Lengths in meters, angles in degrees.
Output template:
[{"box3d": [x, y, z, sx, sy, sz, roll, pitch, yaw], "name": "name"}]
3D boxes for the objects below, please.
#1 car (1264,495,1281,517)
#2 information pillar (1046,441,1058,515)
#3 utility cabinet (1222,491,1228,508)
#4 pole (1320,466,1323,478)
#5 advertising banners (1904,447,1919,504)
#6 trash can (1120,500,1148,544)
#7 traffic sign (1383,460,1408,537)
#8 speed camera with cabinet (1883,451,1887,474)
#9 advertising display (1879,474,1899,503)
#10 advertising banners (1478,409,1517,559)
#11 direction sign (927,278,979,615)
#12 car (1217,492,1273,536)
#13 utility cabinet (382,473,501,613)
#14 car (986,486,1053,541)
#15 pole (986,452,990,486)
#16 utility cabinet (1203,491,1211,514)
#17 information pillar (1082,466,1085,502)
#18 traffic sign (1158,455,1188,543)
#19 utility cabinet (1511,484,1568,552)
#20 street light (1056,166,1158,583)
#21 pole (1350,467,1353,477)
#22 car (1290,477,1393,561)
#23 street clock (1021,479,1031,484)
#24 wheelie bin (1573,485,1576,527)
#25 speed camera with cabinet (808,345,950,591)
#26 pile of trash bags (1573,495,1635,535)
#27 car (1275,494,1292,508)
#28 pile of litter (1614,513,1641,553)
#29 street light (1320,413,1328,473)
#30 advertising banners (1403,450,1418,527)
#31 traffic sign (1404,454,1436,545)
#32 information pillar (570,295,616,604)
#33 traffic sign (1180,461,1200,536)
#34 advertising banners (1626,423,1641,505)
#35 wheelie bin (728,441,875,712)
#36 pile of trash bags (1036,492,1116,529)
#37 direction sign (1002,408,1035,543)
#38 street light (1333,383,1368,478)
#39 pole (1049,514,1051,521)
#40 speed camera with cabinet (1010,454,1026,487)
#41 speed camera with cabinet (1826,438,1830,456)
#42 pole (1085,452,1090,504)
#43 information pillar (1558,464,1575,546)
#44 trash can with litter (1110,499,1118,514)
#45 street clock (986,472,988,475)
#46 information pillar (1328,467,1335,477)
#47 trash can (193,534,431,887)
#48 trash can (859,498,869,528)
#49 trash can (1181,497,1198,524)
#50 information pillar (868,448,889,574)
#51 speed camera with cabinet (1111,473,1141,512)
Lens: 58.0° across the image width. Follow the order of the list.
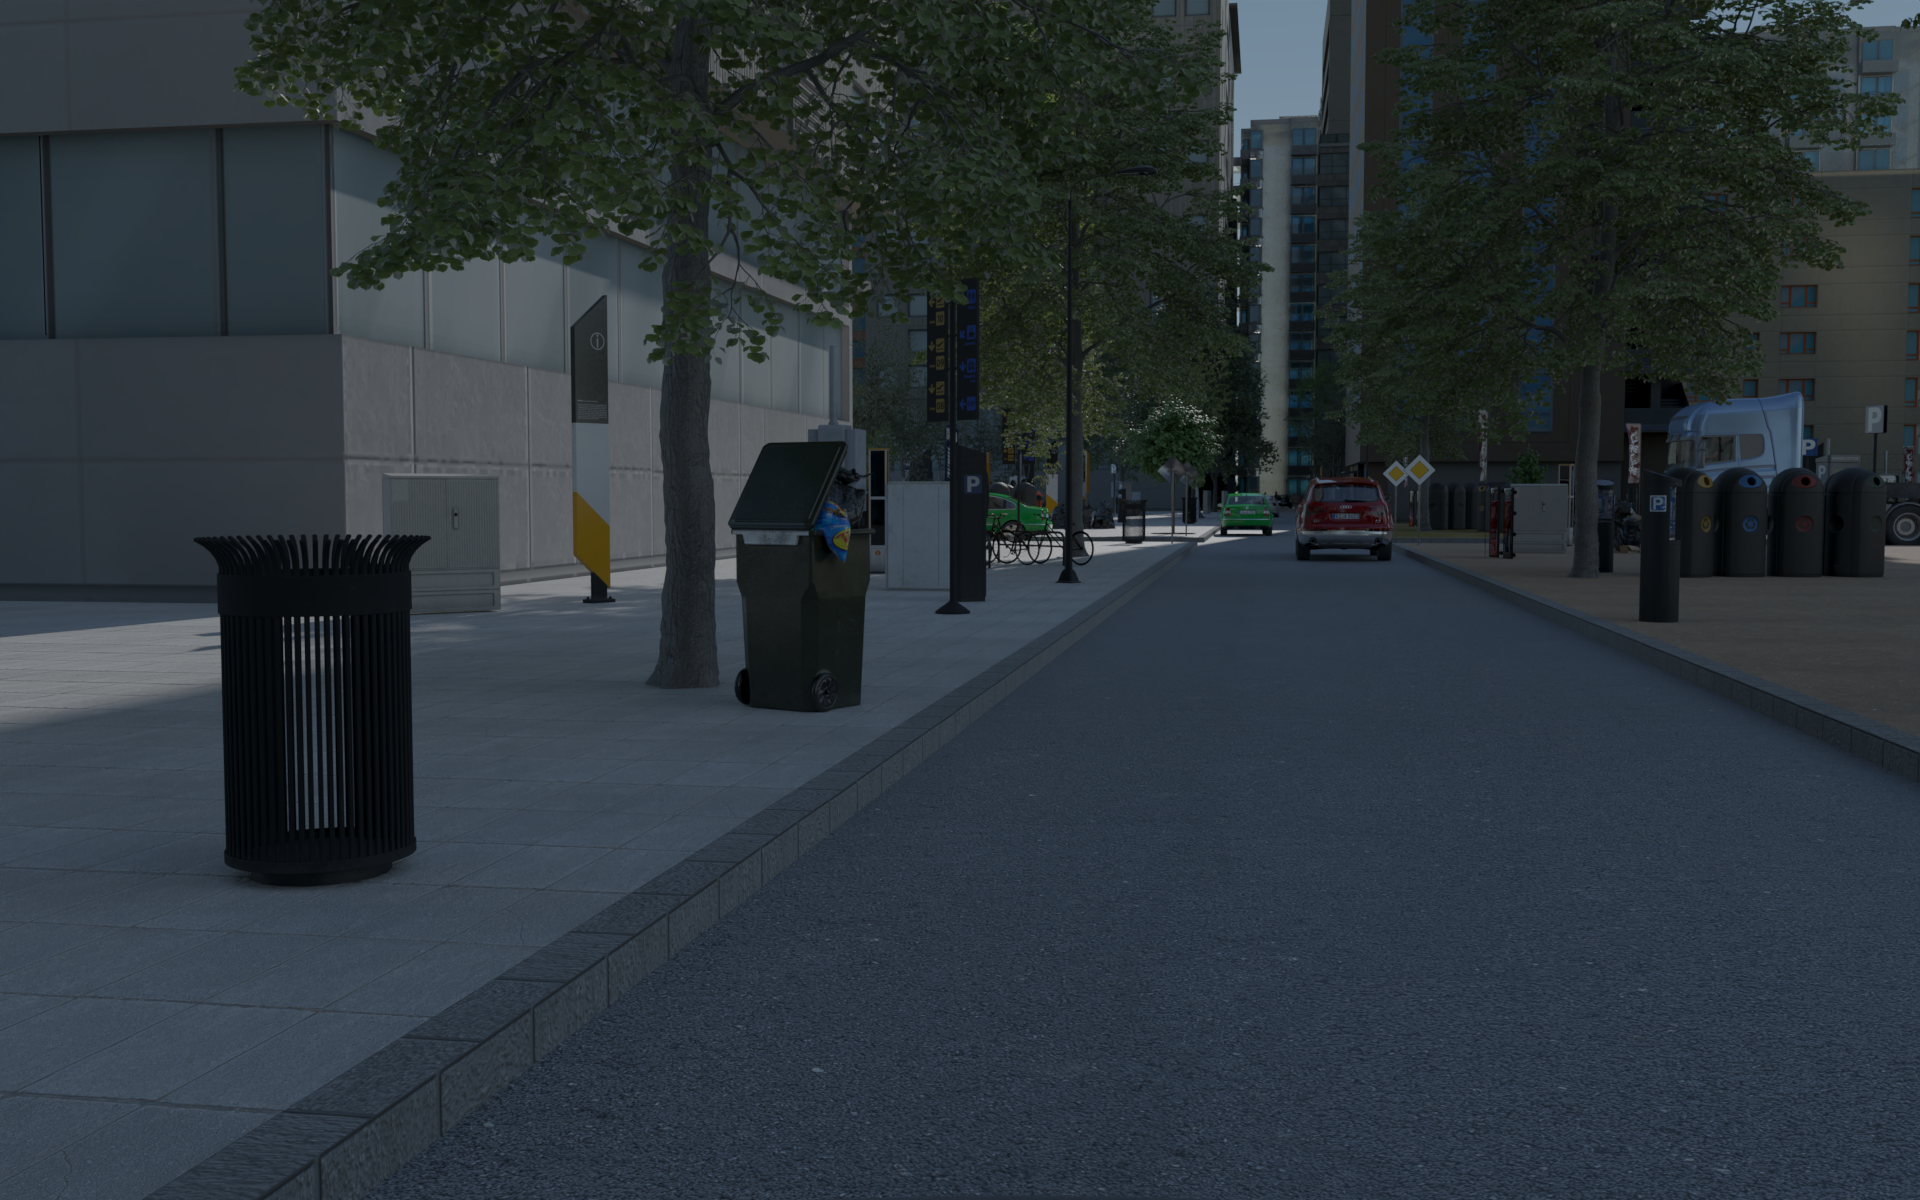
[{"box3d": [18.920, -5.842, 107.881, 2.083, 1.381, 4.827, 1, 4, 12], "name": "car"}, {"box3d": [3.845, -4.940, 72.121, 0.504, 3.616, 0.183, 0, 4, 0], "name": "information pillar"}, {"box3d": [19.121, -7.112, 124.953, 0.318, 1.500, 1.173, 0, 4, 1], "name": "utility cabinet"}, {"box3d": [25.835, -7.948, 123.796, 0.158, 3.312, 0.155, 0, 3, 0], "name": "pole"}, {"box3d": [35.391, -4.120, 63.545, 0.090, 3.025, 2.074, -1, 4, -15], "name": "advertising banners"}, {"box3d": [4.513, -2.036, 44.945, 0.748, 1.137, 0.748, 0, 3, 0], "name": "trash can"}, {"box3d": [12.999, -2.937, 51.667, 0.795, 2.450, 0.064, 1, 4, 10], "name": "traffic sign"}, {"box3d": [41.875, -5.231, 79.857, 2.038, 3.252, 0.660, 2, 4, 25], "name": "speed camera with cabinet"}, {"box3d": [30.249, -3.148, 56.684, 0.123, 1.923, 0.974, -1, 4, -20], "name": "advertising display"}, {"box3d": [10.836, -2.375, 35.021, 0.090, 3.025, 2.074, 0, 4, -3], "name": "advertising banners"}, {"box3d": [-0.078, -1.622, 18.509, 0.379, 3.537, 0.876, -3, 4, -38], "name": "direction sign"}, {"box3d": [10.059, -3.193, 61.008, 1.959, 1.807, 4.718, 0, 4, 8], "name": "car"}, {"box3d": [-5.566, -0.609, 18.633, 1.173, 1.500, 0.318, -3, 4, -36], "name": "utility cabinet"}, {"box3d": [0.306, -2.521, 50.007, 4.718, 1.807, 1.959, 1, 4, 9], "name": "car"}, {"box3d": [1.366, -5.505, 83.853, 0.158, 3.312, 0.155, 0, 3, 0], "name": "pole"}, {"box3d": [15.983, -6.318, 111.973, 0.318, 1.500, 1.173, 1, 4, 19], "name": "utility cabinet"}, {"box3d": [8.426, -7.677, 116.872, 0.504, 3.616, 0.183, 1, 4, 12], "name": "information pillar"}, {"box3d": [5.511, -2.523, 44.899, 0.795, 2.450, 0.064, 1, 4, 10], "name": "traffic sign"}, {"box3d": [12.581, -1.773, 37.663, 1.173, 1.500, 0.318, 1, 4, 15], "name": "utility cabinet"}, {"box3d": [2.100, -3.194, 24.761, 1.470, 5.913, 1.316, 1, 4, 10], "name": "street light"}, {"box3d": [27.170, -7.725, 120.152, 0.158, 3.312, 0.155, 0, 3, 0], "name": "pole"}, {"box3d": [8.578, -1.850, 38.915, 2.281, 1.827, 5.304, 1, 4, 10], "name": "car"}, {"box3d": [3.123, -4.742, 82.100, 0.471, 2.002, 0.358, 2, 4, 33], "name": "street clock"}, {"box3d": [21.721, -3.233, 60.773, 0.980, 1.594, 0.693, 3, 5, 42], "name": "wheelie bin"}, {"box3d": [-0.977, -1.764, 23.176, 2.038, 3.252, 0.660, 1, 4, 12], "name": "speed camera with cabinet"}, {"box3d": [19.862, -2.691, 53.758, 1.912, 1.369, 3.447, 3, 4, 37], "name": "pile of trash bags"}, {"box3d": [32.716, -10.126, 175.345, 2.009, 1.686, 4.222, 1, 4, 9], "name": "car"}, {"box3d": [14.741, -1.458, 37.796, 1.719, 0.858, 1.176, 2, 4, 30], "name": "pile of litter"}, {"box3d": [21.232, -7.730, 98.924, 1.470, 5.913, 1.316, 1, 4, 10], "name": "street light"}, {"box3d": [17.868, -4.417, 68.405, 0.090, 3.025, 2.074, 0, 4, -6], "name": "advertising banners"}, {"box3d": [11.607, -2.456, 43.803, 0.795, 2.450, 0.064, 1, 4, 10], "name": "traffic sign"}, {"box3d": [-4.318, -1.770, 20.297, 0.183, 3.616, 0.504, 3, 5, 41], "name": "information pillar"}, {"box3d": [6.903, -3.004, 52.762, 0.795, 2.450, 0.064, 1, 4, 10], "name": "traffic sign"}, {"box3d": [17.318, -2.875, 43.195, 2.074, 3.025, 0.090, -2, 4, -27], "name": "advertising banners"}, {"box3d": [-0.960, -0.157, 10.481, 0.980, 1.594, 0.693, 2, 4, 34], "name": "wheelie bin"}, {"box3d": [3.933, -3.301, 63.720, 3.447, 1.369, 1.912, -2, 4, -32], "name": "pile of trash bags"}, {"box3d": [1.540, -3.270, 45.459, 0.876, 3.537, 0.379, 1, 4, 12], "name": "direction sign"}, {"box3d": [16.534, -6.124, 72.674, 1.470, 5.913, 1.316, 1, 4, 10], "name": "street light"}, {"box3d": [3.876, -5.015, 75.833, 0.158, 3.312, 0.155, 0, 3, 0], "name": "pole"}, {"box3d": [2.518, -5.670, 87.047, 0.660, 3.252, 2.038, -2, 4, -31], "name": "speed camera with cabinet"}, {"box3d": [31.246, -4.081, 61.056, 0.660, 3.252, 2.038, -1, 4, -18], "name": "speed camera with cabinet"}, {"box3d": [6.227, -5.554, 84.646, 0.158, 3.312, 0.155, 0, 3, 0], "name": "pole"}, {"box3d": [14.887, -2.329, 42.570, 0.304, 2.012, 0.304, 2, 4, 35], "name": "information pillar"}, {"box3d": [10.235, -6.268, 113.873, 1.055, 1.170, 0.624, 1, 4, 11], "name": "trash can with litter"}, {"box3d": [0.469, -2.481, 45.137, 0.471, 2.002, 0.358, -1, 4, -11], "name": "street clock"}, {"box3d": [26.558, -8.096, 123.720, 0.504, 3.616, 0.183, 1, 4, 21], "name": "information pillar"}, {"box3d": [-2.164, 0.355, 5.845, 0.748, 1.137, 0.748, 0, 3, 0], "name": "trash can"}, {"box3d": [-3.587, -3.250, 64.784, 0.748, 1.137, 0.748, 0, 3, 0], "name": "trash can"}, {"box3d": [9.832, -3.826, 74.202, 0.748, 1.137, 0.748, 0, 3, 0], "name": "trash can"}, {"box3d": [-1.309, -1.434, 27.941, 0.304, 2.012, 0.304, 0, 4, 4], "name": "information pillar"}, {"box3d": [11.761, -7.858, 122.820, 2.038, 3.252, 0.660, -1, 4, -14], "name": "speed camera with cabinet"}]
